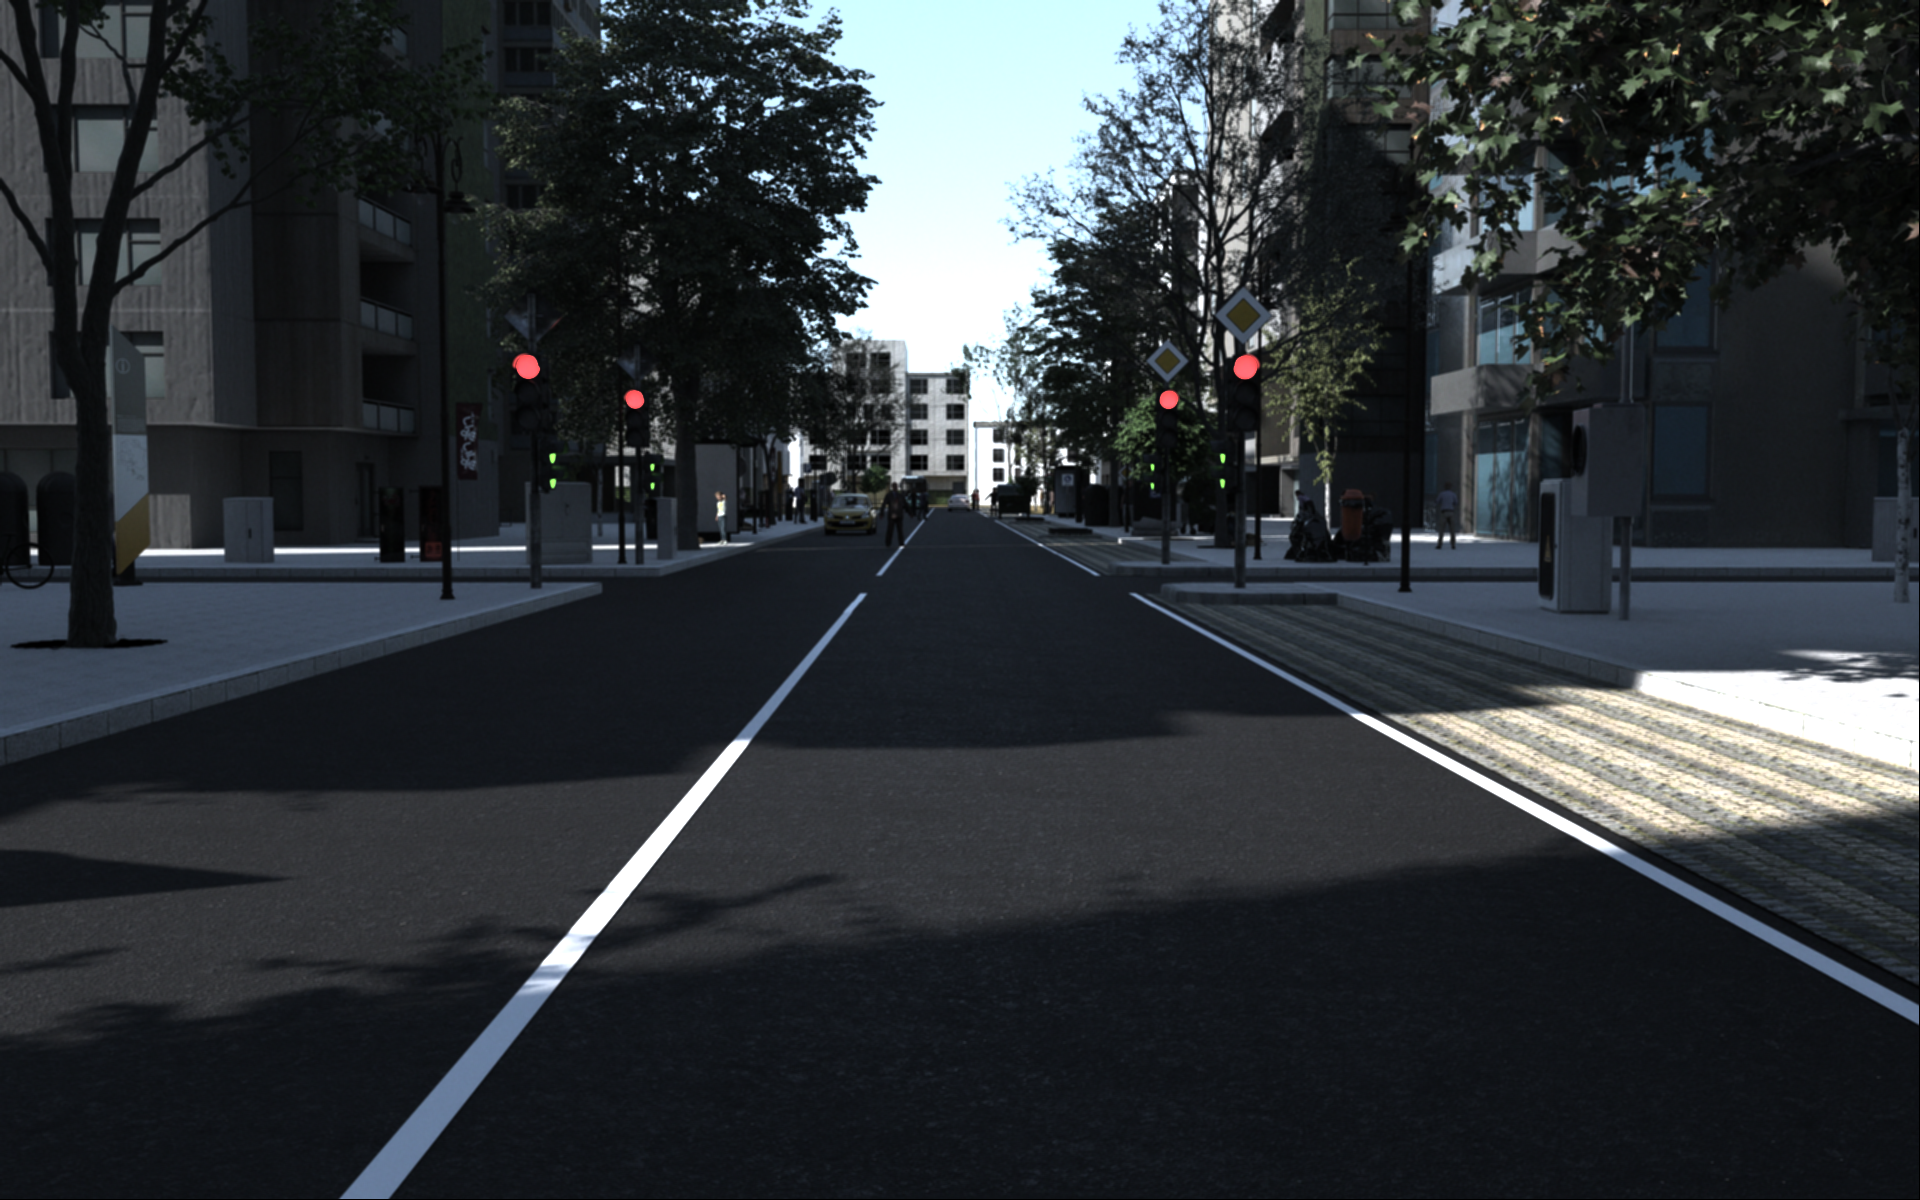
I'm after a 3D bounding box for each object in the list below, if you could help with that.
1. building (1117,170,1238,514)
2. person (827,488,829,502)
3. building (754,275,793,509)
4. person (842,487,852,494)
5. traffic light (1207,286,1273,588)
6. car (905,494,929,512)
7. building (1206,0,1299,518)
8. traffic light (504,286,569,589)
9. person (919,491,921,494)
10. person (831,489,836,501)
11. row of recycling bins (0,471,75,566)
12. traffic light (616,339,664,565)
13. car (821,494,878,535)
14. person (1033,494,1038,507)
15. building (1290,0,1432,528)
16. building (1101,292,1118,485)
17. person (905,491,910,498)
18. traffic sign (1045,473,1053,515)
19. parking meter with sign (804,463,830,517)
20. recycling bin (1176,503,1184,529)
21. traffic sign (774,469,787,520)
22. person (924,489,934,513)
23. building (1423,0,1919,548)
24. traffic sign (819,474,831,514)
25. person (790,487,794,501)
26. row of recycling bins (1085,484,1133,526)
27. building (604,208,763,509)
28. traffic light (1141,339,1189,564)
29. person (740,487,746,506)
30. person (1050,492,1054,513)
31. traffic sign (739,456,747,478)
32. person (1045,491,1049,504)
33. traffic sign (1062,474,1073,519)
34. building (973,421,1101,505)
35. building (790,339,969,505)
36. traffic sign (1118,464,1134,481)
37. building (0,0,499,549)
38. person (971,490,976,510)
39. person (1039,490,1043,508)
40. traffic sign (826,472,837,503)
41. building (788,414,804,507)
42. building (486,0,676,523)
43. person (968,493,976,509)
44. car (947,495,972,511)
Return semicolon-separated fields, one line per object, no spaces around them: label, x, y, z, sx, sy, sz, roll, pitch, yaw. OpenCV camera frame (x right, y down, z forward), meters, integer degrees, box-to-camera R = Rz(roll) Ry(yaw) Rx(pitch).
building;27.293;-17.252;126.040;27.936;21.610;32.646;0;4;0
person;-9.937;-7.420;127.894;0.617;1.759;0.750;3;5;40
building;-23.284;-18.313;155.840;16.016;20.091;11.380;0;4;0
person;-7.490;-6.693;115.551;1.350;1.814;0.705;-2;4;-31
traffic light;3.807;-2.118;23.553;0.839;4.253;0.868;0;4;0
car;-3.457;-7.884;137.692;1.959;1.807;4.718;0;3;0
building;28.475;-30.732;91.708;28.713;52.752;27.495;0;4;0
traffic light;-5.754;-2.112;23.458;0.839;4.253;0.868;0;4;0
person;-3.728;-9.120;158.329;1.217;1.735;0.721;1;4;16
person;-11.288;-8.972;153.678;0.756;1.711;0.436;-2;4;-33
row of recycling bins;-17.561;-1.466;31.085;3.534;1.692;1.069;0;4;-7
traffic light;-5.820;-2.601;31.443;0.839;4.253;0.868;0;4;0
car;-3.899;-3.163;61.938;2.015;1.641;3.980;0;4;0
person;7.275;-9.926;169.047;0.721;1.735;1.217;2;4;33
building;20.746;-18.340;71.561;14.160;30.474;14.107;0;4;0
building;26.661;-19.244;158.621;27.936;21.610;32.646;0;4;0
person;-4.806;-9.316;161.635;1.217;1.723;0.721;-2;4;-28
traffic sign;5.539;-6.540;107.029;0.768;2.556;0.104;0;4;6
parking meter with sign;-8.003;-6.192;97.507;1.738;3.016;0.543;3;5;41
recycling bin;7.840;-3.160;64.214;0.722;1.027;0.722;3;5;40
traffic sign;-8.915;-5.185;84.786;0.884;2.594;0.081;1;4;9
person;-2.529;-7.398;129.445;1.348;1.826;0.705;2;4;31
building;29.028;-26.282;49.318;30.456;49.044;23.786;0;4;0
traffic sign;-6.852;-5.260;88.123;0.606;2.300;0.079;0;4;7
person;-11.523;-6.795;117.590;0.683;1.767;0.568;0;4;2
row of recycling bins;6.594;-3.850;70.067;3.534;1.692;1.069;-2;4;-34
building;-24.058;-15.683;122.870;16.747;18.905;31.486;0;4;0
traffic light;3.740;-2.607;31.538;0.839;4.253;0.868;0;4;0
person;-14.236;-6.515;113.229;0.551;1.740;0.621;-1;4;-11
person;6.311;-6.751;116.973;0.990;1.755;0.434;2;4;35
traffic sign;-7.339;-3.447;56.458;0.768;2.556;0.104;0;4;6
person;8.723;-10.253;173.694;1.348;1.822;0.705;3;4;38
traffic sign;5.490;-5.274;88.359;0.606;2.300;0.079;0;4;1
building;15.565;-15.980;203.415;28.070;9.664;9.099;0;4;0
building;-14.739;-20.790;206.368;31.486;18.905;16.747;0;4;0
traffic sign;7.142;-4.550;74.124;0.795;2.593;0.064;0;4;8
building;-21.071;-22.098;44.901;14.154;41.232;14.086;0;4;0
person;1.289;-8.877;153.574;0.705;1.831;1.348;2;4;27
person;7.351;-9.205;156.640;0.705;1.812;1.348;0;4;-2
traffic sign;-7.395;-6.023;98.589;0.768;2.556;0.104;0;4;5
building;-29.640;-13.966;170.493;28.070;9.664;9.099;0;4;0
building;-30.375;-23.861;82.006;32.217;40.220;23.993;0;4;0
person;1.316;-9.769;168.216;1.348;1.826;0.705;2;4;33
car;-0.046;-8.086;144.568;2.083;1.381;4.827;0;4;1
